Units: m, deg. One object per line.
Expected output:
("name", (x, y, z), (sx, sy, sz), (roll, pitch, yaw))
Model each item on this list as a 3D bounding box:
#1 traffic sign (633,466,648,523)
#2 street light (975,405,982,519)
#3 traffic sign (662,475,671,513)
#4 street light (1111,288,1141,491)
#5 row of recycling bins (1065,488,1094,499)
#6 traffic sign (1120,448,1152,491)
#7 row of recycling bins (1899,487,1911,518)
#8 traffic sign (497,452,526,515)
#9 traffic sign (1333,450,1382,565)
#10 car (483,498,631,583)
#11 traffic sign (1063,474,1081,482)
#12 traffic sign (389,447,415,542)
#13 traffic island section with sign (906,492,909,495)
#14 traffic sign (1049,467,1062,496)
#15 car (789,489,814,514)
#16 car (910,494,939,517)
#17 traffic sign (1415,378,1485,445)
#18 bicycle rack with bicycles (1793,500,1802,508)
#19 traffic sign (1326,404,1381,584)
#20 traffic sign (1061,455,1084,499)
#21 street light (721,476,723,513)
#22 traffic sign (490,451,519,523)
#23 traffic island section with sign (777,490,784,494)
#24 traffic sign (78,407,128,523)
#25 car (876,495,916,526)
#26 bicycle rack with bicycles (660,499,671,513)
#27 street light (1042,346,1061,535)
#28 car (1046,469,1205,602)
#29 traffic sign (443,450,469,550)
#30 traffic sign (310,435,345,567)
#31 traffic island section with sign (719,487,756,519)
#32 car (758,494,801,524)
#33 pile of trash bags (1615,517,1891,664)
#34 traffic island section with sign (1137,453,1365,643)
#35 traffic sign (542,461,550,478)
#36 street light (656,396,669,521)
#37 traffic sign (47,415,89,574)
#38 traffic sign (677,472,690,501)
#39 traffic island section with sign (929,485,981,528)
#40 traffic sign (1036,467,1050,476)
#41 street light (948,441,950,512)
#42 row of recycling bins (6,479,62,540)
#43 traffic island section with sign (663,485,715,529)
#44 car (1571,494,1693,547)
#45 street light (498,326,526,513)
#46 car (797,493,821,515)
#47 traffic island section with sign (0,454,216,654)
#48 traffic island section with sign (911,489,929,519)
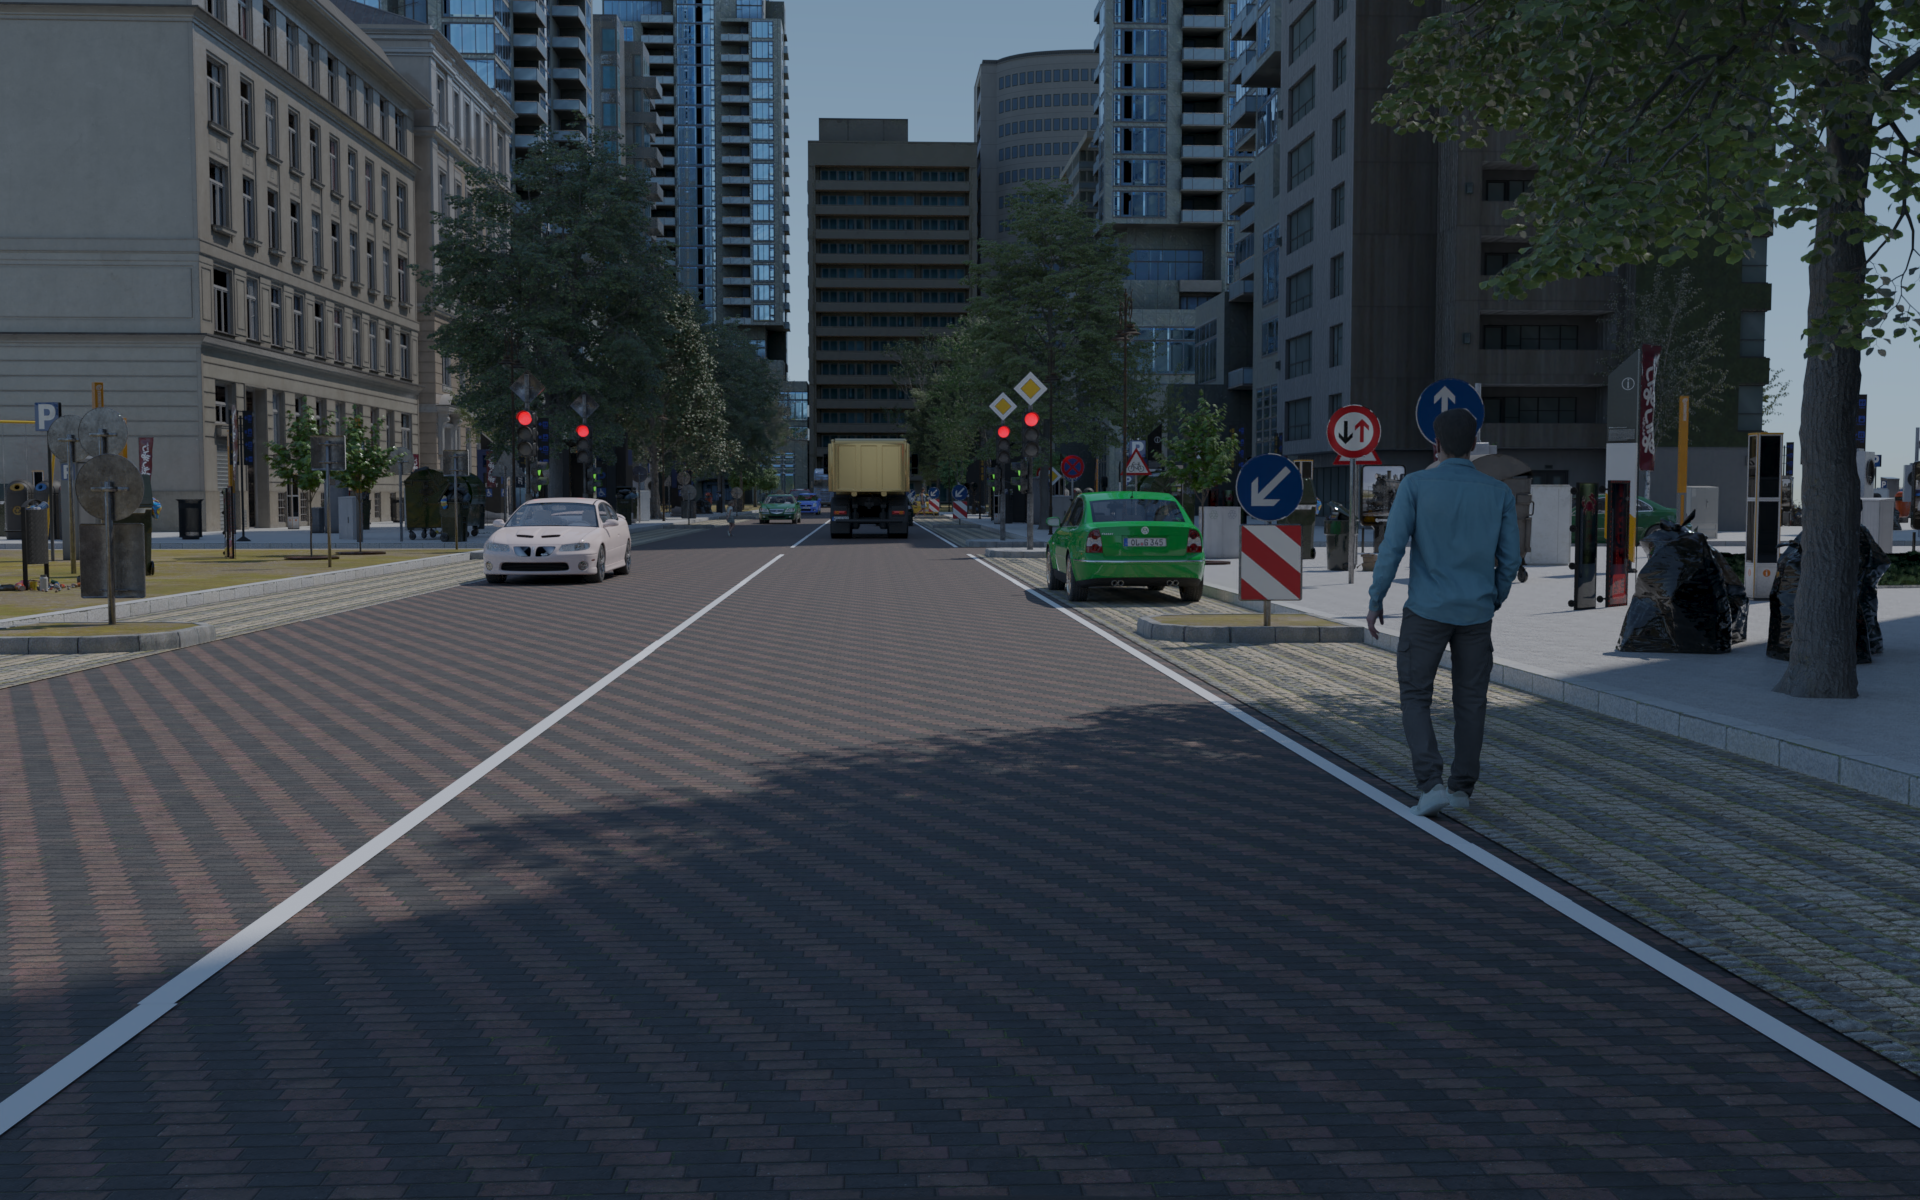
("traffic sign", (-14.343, -4.730, 77.439), (0.768, 2.556, 0.104), (0, 4, 1))
("street light", (1.022, -7.077, 88.503), (0.468, 5.910, 1.993), (0, 4, -3))
("traffic sign", (-19.225, -7.001, 114.465), (0.884, 2.594, 0.081), (0, 4, -2))
("street light", (3.721, -4.054, 39.074), (0.468, 5.910, 1.993), (0, 4, -3))
("row of recycling bins", (7.337, -6.681, 116.350), (3.534, 1.692, 1.069), (1, 4, 21))
("traffic sign", (4.961, -2.986, 48.830), (0.884, 2.594, 0.081), (0, 4, 6))
("row of recycling bins", (50.201, -5.215, 92.374), (3.534, 1.692, 1.069), (-2, 4, -29))
("traffic sign", (-13.813, -3.261, 53.316), (0.884, 2.594, 0.081), (0, 4, -2))
("traffic sign", (7.164, -1.913, 31.285), (0.884, 2.594, 0.081), (0, 4, 1))
("car", (-6.761, -1.045, 29.443), (2.083, 1.381, 4.827), (0, 4, -2))
("traffic sign", (4.611, -4.344, 71.131), (0.768, 2.556, 0.104), (0, 4, 3))
("traffic sign", (-15.094, -2.852, 46.736), (0.768, 2.556, 0.104), (0, 4, 3))
("traffic island section with sign", (-5.764, -10.274, 176.607), (1.989, 1.847, 2.006), (0, 4, -3))
("traffic sign", (3.923, -4.416, 73.389), (0.795, 2.450, 0.064), (0, 4, 2))
("car", (-11.830, -7.315, 128.268), (2.281, 1.827, 5.304), (0, 4, -5))
("car", (-2.262, -5.987, 108.107), (2.015, 1.641, 3.980), (0, 4, -5))
("traffic sign", (5.385, -1.164, 19.135), (0.768, 2.556, 0.104), (0, 4, -3))
("bicycle rack with bicycles", (54.771, -6.026, 111.906), (2.925, 0.926, 2.852), (-3, 5, -39))
("traffic sign", (5.602, -1.506, 24.726), (0.768, 2.556, 0.104), (0, 4, 4))
("traffic sign", (3.675, -3.455, 56.592), (0.768, 2.556, 0.104), (0, 4, 5))
("street light", (-15.920, -8.730, 115.522), (0.468, 5.910, 1.993), (0, 4, -3))
("traffic sign", (-13.596, -3.163, 51.721), (0.884, 2.594, 0.081), (0, 4, 0))
("traffic island section with sign", (-15.434, -8.619, 149.546), (1.989, 1.847, 2.006), (0, 4, -3))
("traffic sign", (-12.562, -1.546, 25.391), (0.768, 2.556, 0.104), (0, 4, 5))
("car", (-3.016, -4.243, 79.167), (2.009, 1.686, 4.222), (0, 4, -3))
("bicycle rack with bicycles", (-20.247, -6.461, 119.018), (2.852, 0.926, 2.925), (3, 5, 42))
("street light", (2.852, -4.986, 54.313), (0.468, 5.910, 1.993), (0, 4, -3))
("car", (2.249, -0.952, 24.362), (1.959, 1.807, 4.718), (0, 4, -3))
("traffic sign", (-11.637, -2.315, 39.987), (0.606, 2.300, 0.079), (0, 4, 6))
("traffic sign", (-11.025, -1.719, 30.240), (0.606, 2.300, 0.079), (0, 4, 1))
("traffic island section with sign", (-12.695, -5.521, 98.902), (1.989, 1.847, 2.006), (0, 4, -3))
("car", (-8.791, -4.465, 84.803), (2.131, 1.459, 4.920), (0, 4, -2))
("pile of trash bags", (6.961, -0.242, 13.705), (1.912, 1.369, 3.447), (-3, 5, -42))
("traffic island section with sign", (2.846, -0.543, 17.503), (1.989, 1.847, 2.006), (0, 4, -3))
("traffic sign", (-15.777, -4.088, 66.950), (0.768, 2.556, 0.104), (0, 4, 6))
("street light", (-13.995, -6.658, 81.648), (0.468, 5.910, 1.993), (0, 4, -3))
("traffic sign", (-14.271, -1.694, 27.810), (0.768, 2.556, 0.104), (0, 4, 1))
("traffic sign", (-15.534, -5.946, 97.327), (0.768, 2.556, 0.104), (0, 4, 6))
("traffic island section with sign", (-0.153, -3.939, 73.032), (1.989, 1.847, 2.006), (0, 4, -3))
("traffic sign", (3.810, -4.760, 77.939), (0.768, 2.556, 0.104), (0, 4, 5))
("street light", (-0.768, -9.158, 122.516), (0.468, 5.910, 1.993), (0, 4, -3))
("row of recycling bins", (-25.239, -2.542, 48.668), (3.534, 1.692, 1.069), (1, 4, 15))
("traffic island section with sign", (-11.222, -3.867, 71.846), (1.989, 1.847, 2.006), (0, 4, -3))
("car", (16.325, -2.016, 44.752), (4.920, 1.459, 2.131), (0, 4, -4))
("street light", (-12.320, -4.586, 47.761), (0.468, 5.910, 1.993), (0, 4, -3))
("car", (-10.500, -6.710, 119.297), (1.945, 1.707, 3.694), (0, 4, -2))
("traffic island section with sign", (-8.225, -0.471, 16.336), (1.989, 1.847, 2.006), (0, 4, -3))
("traffic island section with sign", (-1.647, -5.612, 100.380), (1.989, 1.847, 2.006), (0, 4, -3))
